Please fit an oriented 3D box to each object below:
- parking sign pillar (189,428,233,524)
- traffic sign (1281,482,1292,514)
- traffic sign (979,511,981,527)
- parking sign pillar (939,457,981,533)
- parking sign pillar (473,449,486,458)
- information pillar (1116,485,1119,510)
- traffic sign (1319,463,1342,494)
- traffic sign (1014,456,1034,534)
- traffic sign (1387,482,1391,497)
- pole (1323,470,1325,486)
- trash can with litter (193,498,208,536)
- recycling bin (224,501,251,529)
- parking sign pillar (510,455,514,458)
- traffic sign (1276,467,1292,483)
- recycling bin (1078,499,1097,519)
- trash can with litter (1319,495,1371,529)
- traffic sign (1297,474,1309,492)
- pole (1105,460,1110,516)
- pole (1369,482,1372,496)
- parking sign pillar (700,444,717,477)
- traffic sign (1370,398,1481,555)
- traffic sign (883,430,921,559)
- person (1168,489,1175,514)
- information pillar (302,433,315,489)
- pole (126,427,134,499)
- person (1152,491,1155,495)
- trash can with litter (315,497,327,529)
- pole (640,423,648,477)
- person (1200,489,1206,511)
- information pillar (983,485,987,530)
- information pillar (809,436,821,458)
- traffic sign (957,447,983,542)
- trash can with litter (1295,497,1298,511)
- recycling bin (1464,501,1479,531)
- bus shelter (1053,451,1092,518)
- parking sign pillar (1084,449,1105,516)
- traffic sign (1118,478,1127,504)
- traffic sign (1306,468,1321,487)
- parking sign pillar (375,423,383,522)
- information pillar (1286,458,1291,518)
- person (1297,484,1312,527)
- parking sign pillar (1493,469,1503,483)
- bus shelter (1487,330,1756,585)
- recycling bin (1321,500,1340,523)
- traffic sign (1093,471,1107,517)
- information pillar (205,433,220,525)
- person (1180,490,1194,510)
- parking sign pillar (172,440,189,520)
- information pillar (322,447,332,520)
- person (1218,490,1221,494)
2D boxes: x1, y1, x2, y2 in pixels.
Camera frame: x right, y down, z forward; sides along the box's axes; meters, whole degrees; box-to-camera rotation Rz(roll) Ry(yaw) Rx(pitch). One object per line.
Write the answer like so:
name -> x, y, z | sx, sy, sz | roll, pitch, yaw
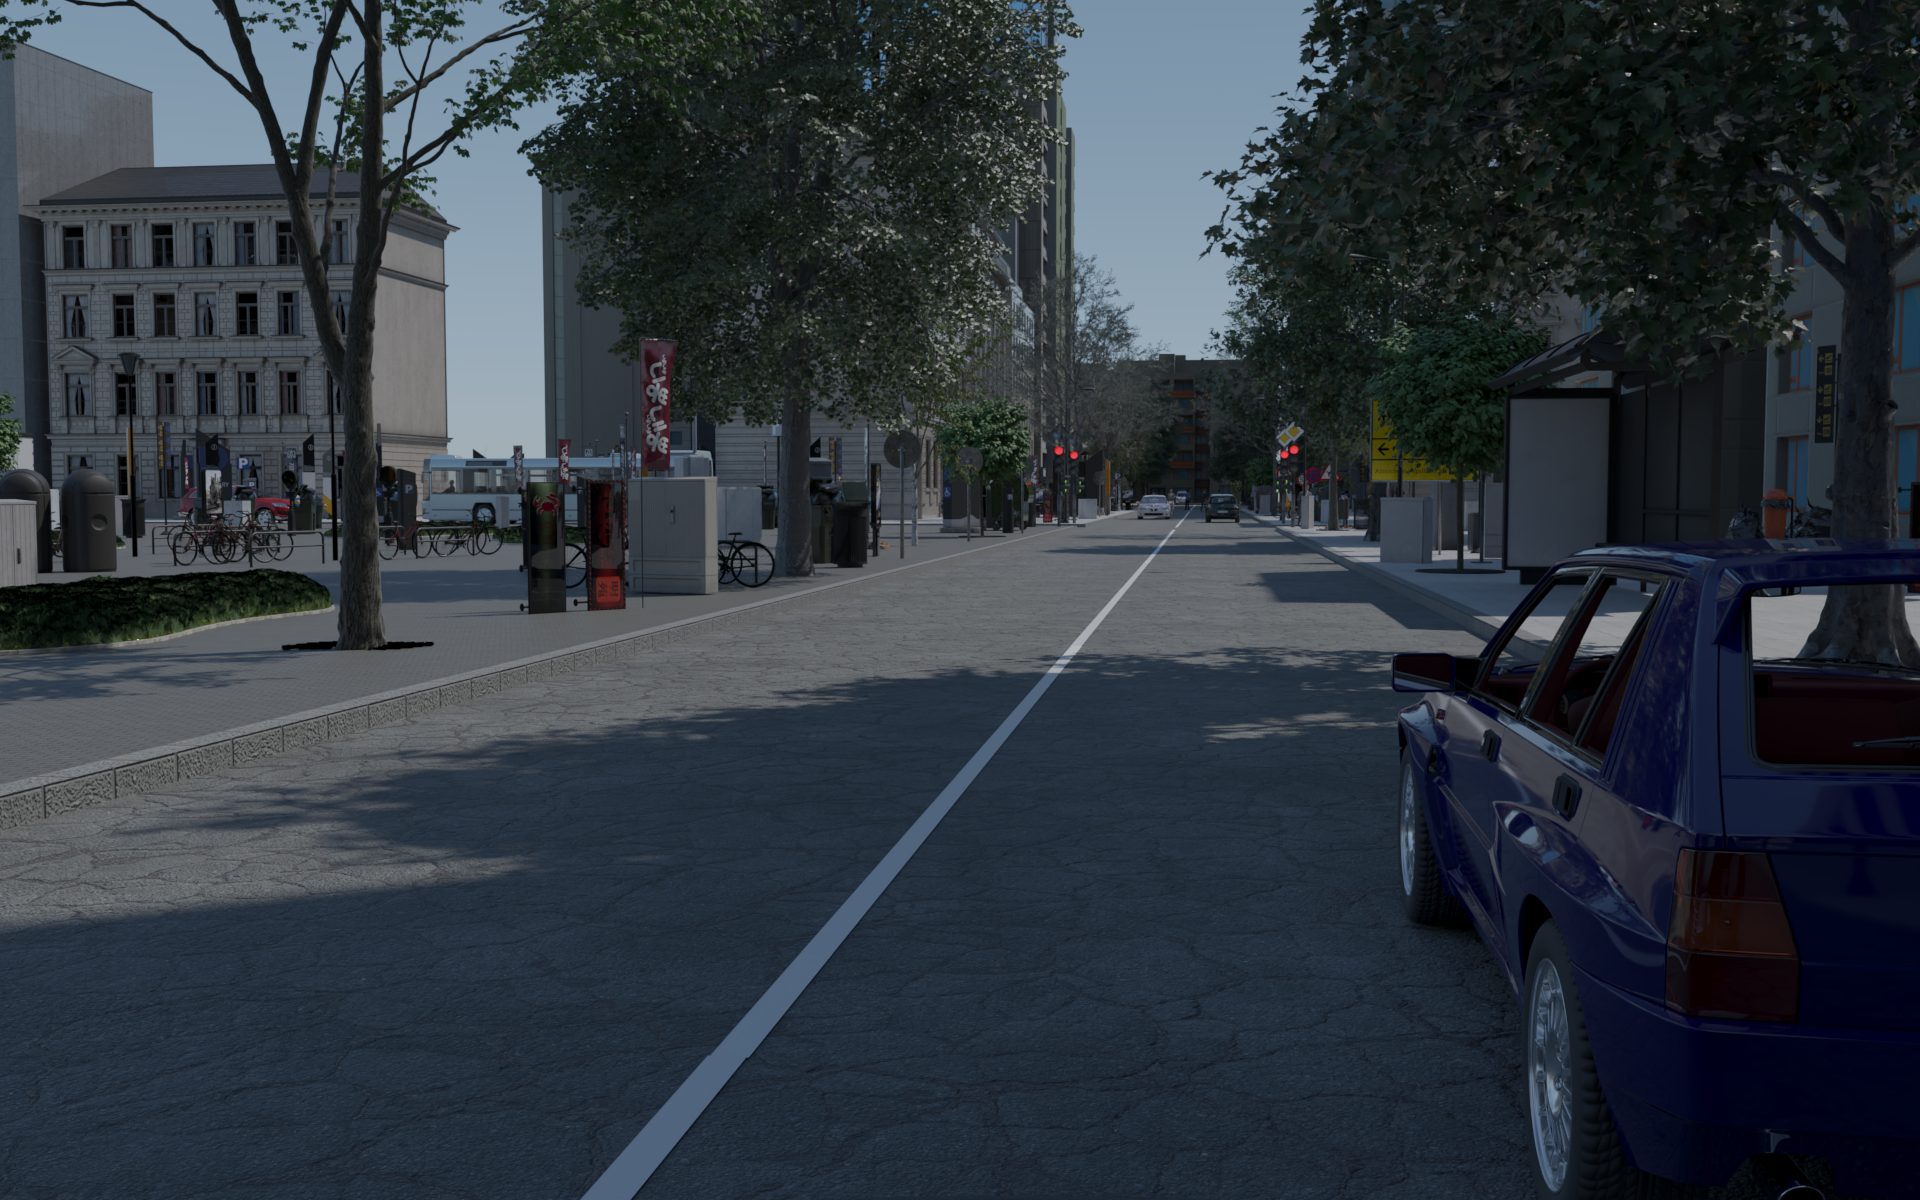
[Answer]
parking sign pillar -> -30.593, -5.051, 71.058 | 1.447, 3.967, 1.447 | -2, 4, -34
traffic sign -> 21.269, -6.890, 112.653 | 0.884, 2.594, 0.081 | 1, 4, 14
traffic sign -> 0.657, -3.561, 58.334 | 0.768, 2.556, 0.104 | 1, 4, 11
parking sign pillar -> 0.043, -4.196, 57.070 | 1.447, 3.967, 1.447 | -3, 5, -44
parking sign pillar -> -28.334, -7.024, 103.306 | 1.447, 3.967, 1.447 | -2, 4, -33
information pillar -> 12.599, -8.159, 137.891 | 0.304, 2.012, 0.304 | 0, 4, 1
traffic sign -> 14.343, -4.109, 67.181 | 0.884, 2.594, 0.081 | 1, 4, 13
traffic sign -> 2.024, -3.427, 56.138 | 0.768, 2.556, 0.104 | 1, 4, 10
traffic sign -> 9.763, -2.403, 39.391 | 0.768, 2.556, 0.104 | 1, 4, 10
pole -> 30.727, -9.314, 146.121 | 0.158, 3.312, 0.155 | 0, 3, 0
trash can with litter -> -22.820, -2.511, 52.442 | 0.624, 1.170, 1.055 | -3, 4, -38
recycling bin -> -26.985, -3.189, 64.700 | 0.722, 1.027, 0.722 | 0, 4, 3
parking sign pillar -> -27.352, -7.153, 105.429 | 1.447, 3.967, 1.447 | 2, 4, 33
traffic sign -> 14.707, -4.796, 78.517 | 0.768, 2.556, 0.104 | 1, 4, 17
recycling bin -> 6.601, -4.712, 89.593 | 0.722, 1.027, 0.722 | -2, 4, -31
trash can with litter -> 14.629, -3.351, 65.840 | 1.678, 1.210, 2.233 | 0, 4, 1
traffic sign -> 21.338, -6.581, 107.703 | 0.768, 2.556, 0.104 | 1, 4, 16
pole -> 9.181, -6.930, 107.150 | 0.158, 3.312, 0.155 | 0, 3, 0
pole -> 28.183, -7.651, 118.942 | 0.158, 3.312, 0.155 | 0, 3, 0
parking sign pillar -> -13.272, -6.387, 92.902 | 1.447, 3.967, 1.447 | -2, 4, -28
traffic sign -> 9.764, -2.598, 36.354 | 2.265, 3.308, 0.079 | 1, 4, 13
traffic sign -> -1.151, -2.095, 34.366 | 0.768, 2.556, 0.104 | 1, 4, 10
person -> 15.017, -6.986, 123.273 | 0.519, 1.759, 0.362 | 1, 4, 16
information pillar -> -24.928, -4.586, 66.337 | 0.183, 3.616, 0.504 | 3, 5, 41
pole -> -25.411, -3.624, 53.098 | 0.158, 3.312, 0.155 | 0, 3, 0
person -> 25.778, -13.669, 231.858 | 0.599, 1.838, 0.709 | -1, 4, -18
trash can with litter -> -23.726, -3.194, 63.614 | 0.624, 1.170, 1.055 | 0, 3, 0
pole -> -7.759, -2.981, 42.585 | 0.158, 3.312, 0.155 | 0, 3, 0
person -> 20.128, -8.212, 142.539 | 0.755, 1.850, 0.659 | 0, 4, 8
information pillar -> 0.731, -3.460, 61.055 | 0.304, 2.012, 0.304 | 3, 4, 37
information pillar -> -5.871, -4.831, 70.340 | 0.504, 3.616, 0.183 | -2, 4, -26
traffic sign -> 0.236, -2.846, 46.645 | 0.768, 2.556, 0.104 | 1, 4, 15
trash can with litter -> 24.921, -7.141, 128.149 | 1.055, 1.170, 0.624 | -2, 4, -27
recycling bin -> 17.994, -2.966, 61.045 | 0.722, 1.027, 0.722 | -1, 4, -9
bus shelter -> 6.294, -6.436, 96.514 | 1.731, 3.624, 6.357 | 0, 4, 8
parking sign pillar -> 7.961, -7.050, 103.743 | 1.447, 3.967, 1.447 | 1, 4, 17
traffic sign -> 12.675, -8.258, 135.122 | 0.768, 2.556, 0.104 | 1, 4, 9
traffic sign -> 17.030, -5.105, 83.568 | 0.768, 2.556, 0.104 | 1, 4, 13
parking sign pillar -> -22.034, -4.704, 65.390 | 1.447, 3.967, 1.447 | -1, 4, -19
information pillar -> 17.839, -6.273, 93.923 | 0.183, 3.616, 0.504 | -1, 4, -15
person -> 14.093, -3.810, 70.764 | 0.622, 1.834, 0.822 | 0, 4, -7
parking sign pillar -> 19.484, -4.435, 60.988 | 1.447, 3.967, 1.447 | 3, 4, 36
bus shelter -> 8.112, -1.711, 21.905 | 2.014, 3.302, 5.546 | 1, 4, 8
recycling bin -> 16.237, -3.874, 75.896 | 0.722, 1.027, 0.722 | 1, 4, 21
traffic sign -> 7.773, -5.889, 96.393 | 0.768, 2.556, 0.104 | 1, 4, 14
information pillar -> -28.517, -4.572, 66.100 | 0.504, 3.616, 0.183 | -2, 4, -31
person -> 20.277, -8.942, 154.691 | 1.348, 1.826, 0.705 | -1, 4, -17
parking sign pillar -> -38.551, -5.986, 86.347 | 1.447, 3.967, 1.447 | -2, 4, -30
information pillar -> -31.620, -5.831, 86.694 | 0.504, 3.616, 0.183 | 0, 4, -2
person -> 24.462, -9.458, 163.152 | 0.705, 1.823, 1.348 | 1, 4, 19
